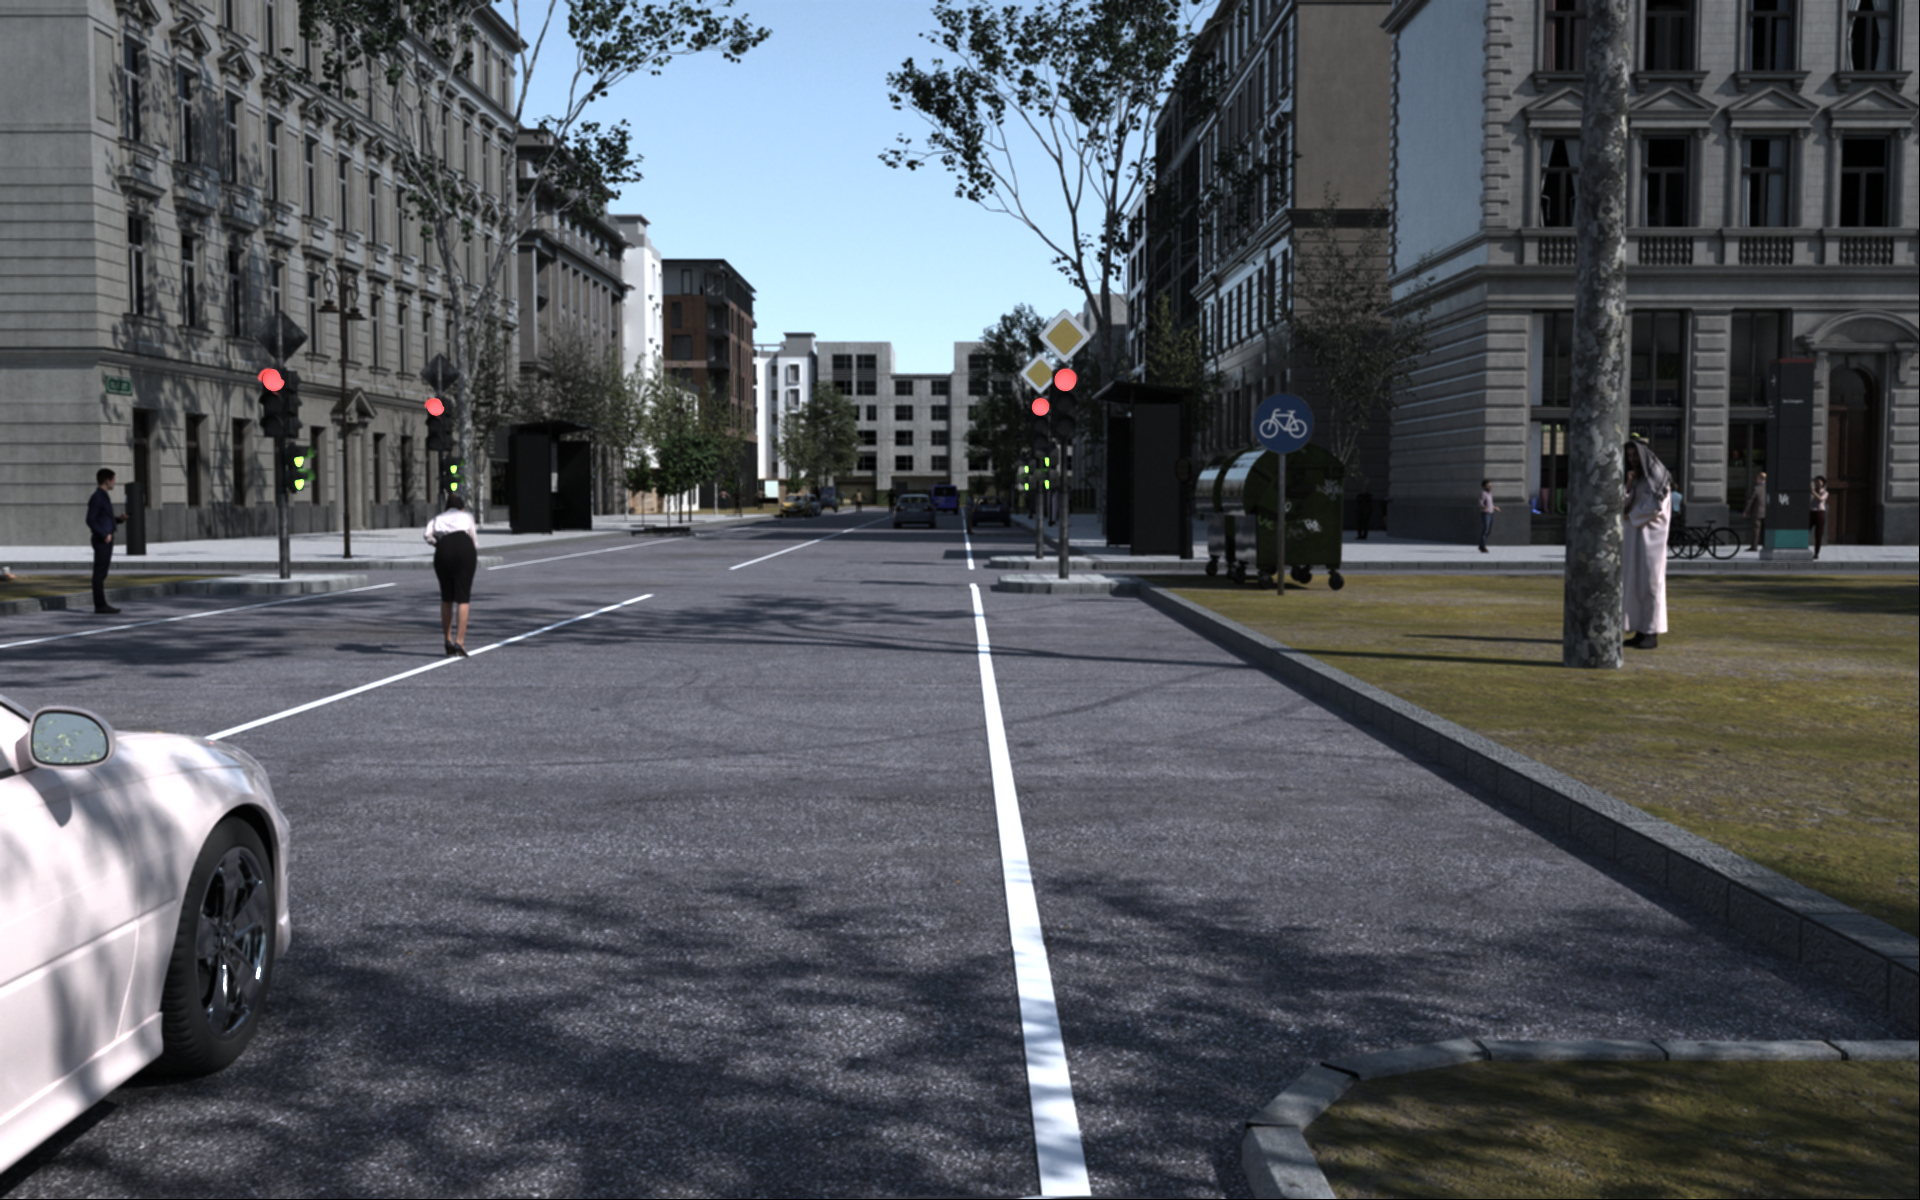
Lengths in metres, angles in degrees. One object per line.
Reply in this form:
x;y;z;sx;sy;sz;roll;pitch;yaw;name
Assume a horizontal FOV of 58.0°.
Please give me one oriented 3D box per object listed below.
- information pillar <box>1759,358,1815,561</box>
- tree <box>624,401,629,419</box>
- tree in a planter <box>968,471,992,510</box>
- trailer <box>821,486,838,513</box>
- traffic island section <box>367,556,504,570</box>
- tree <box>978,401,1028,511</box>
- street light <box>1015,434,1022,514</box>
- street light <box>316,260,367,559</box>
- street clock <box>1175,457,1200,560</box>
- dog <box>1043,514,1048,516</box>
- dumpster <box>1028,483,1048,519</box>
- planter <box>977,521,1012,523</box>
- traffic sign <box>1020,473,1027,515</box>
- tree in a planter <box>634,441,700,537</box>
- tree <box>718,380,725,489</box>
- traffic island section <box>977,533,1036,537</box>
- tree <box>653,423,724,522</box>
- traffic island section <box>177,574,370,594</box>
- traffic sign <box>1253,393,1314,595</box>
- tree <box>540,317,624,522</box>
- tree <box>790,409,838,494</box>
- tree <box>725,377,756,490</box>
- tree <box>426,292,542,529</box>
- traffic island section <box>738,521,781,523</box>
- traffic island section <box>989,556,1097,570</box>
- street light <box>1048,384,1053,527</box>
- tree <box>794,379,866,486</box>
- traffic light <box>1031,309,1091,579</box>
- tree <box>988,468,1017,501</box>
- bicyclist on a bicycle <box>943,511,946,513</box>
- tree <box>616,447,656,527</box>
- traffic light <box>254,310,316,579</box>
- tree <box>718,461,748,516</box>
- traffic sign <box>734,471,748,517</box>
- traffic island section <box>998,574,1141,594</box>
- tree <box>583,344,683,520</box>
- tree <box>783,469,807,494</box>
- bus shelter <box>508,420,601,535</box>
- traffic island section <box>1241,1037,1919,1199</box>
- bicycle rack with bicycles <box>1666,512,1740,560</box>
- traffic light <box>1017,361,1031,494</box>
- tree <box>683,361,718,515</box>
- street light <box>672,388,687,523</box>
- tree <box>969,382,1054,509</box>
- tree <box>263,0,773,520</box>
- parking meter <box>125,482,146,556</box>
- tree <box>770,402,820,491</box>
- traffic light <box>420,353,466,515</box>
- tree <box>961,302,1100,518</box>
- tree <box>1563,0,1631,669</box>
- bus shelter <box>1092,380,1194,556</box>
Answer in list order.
15.965;-2.690;33.364;0.750;3.857;0.750;0;4;7;information pillar
-17.041;-7.896;79.462;4.360;8.622;3.978;0;3;0;tree
1.599;-8.492;136.068;1.991;3.239;1.994;0;3;0;tree in a planter
-9.946;-7.525;130.075;1.471;1.999;3.904;0;4;-1;trailer
-10.249;-0.732;34.245;2.009;0.180;2.903;0;3;0;traffic island section
3.761;-10.994;130.113;4.737;8.622;4.395;0;3;0;tree
3.621;-8.318;108.782;0.468;5.910;1.993;0;3;0;street light
-12.214;-3.766;34.355;0.468;5.910;1.993;0;3;0;street light
4.447;-1.796;33.935;0.358;2.002;0.471;-3;4;-36;street clock
4.797;-4.987;99.268;0.550;0.427;0.748;-1;4;-9;dog
4.147;-5.108;89.268;1.264;1.857;1.865;0;3;0;dumpster
1.594;-3.971;86.059;1.991;0.319;1.994;0;3;0;planter
3.930;-6.401;104.767;0.768;2.556;0.104;0;4;6;traffic sign
-9.924;-3.772;58.896;1.991;3.239;1.994;0;3;0;tree in a planter
-16.743;-9.257;101.712;4.737;8.622;4.395;0;3;0;tree
1.587;-2.204;58.904;1.991;0.108;1.994;0;3;0;traffic island section
-12.469;-5.853;79.416;4.285;4.588;4.351;0;3;0;tree
-10.250;-0.243;26.260;2.009;0.180;2.903;0;3;0;traffic island section
4.067;-1.332;21.884;0.768;2.556;0.104;0;4;1;traffic sign
-16.707;-7.423;71.734;4.360;8.622;3.978;0;3;0;tree
-12.947;-12.163;149.220;4.360;8.622;3.978;0;3;0;tree
-14.739;-9.521;106.031;4.737;8.622;4.395;0;3;0;tree
-17.666;-6.928;63.631;4.360;8.622;3.978;0;3;0;tree
-9.911;-3.861;85.994;1.991;0.108;1.994;0;3;0;traffic island section
1.592;-0.731;34.239;2.009;0.180;2.903;0;3;0;traffic island section
3.582;-5.836;68.212;0.468;5.910;1.993;0;3;0;street light
-12.926;-15.504;171.621;7.486;12.596;7.792;0;3;0;tree
1.551;-2.257;26.142;0.839;4.213;0.868;0;3;0;traffic light
4.776;-12.434;187.017;4.285;4.588;4.351;0;3;0;tree
-1.146;-7.510;132.811;1.499;1.676;1.625;0;4;1;bicyclist on a bicycle
-12.548;-4.539;68.819;1.663;3.219;1.824;0;3;0;tree
-10.210;-2.256;26.127;0.839;4.213;0.868;0;3;0;traffic light
-12.910;-6.434;99.794;1.663;3.219;1.824;0;3;0;tree
-12.008;-5.793;94.828;0.768;2.556;0.104;0;4;7;traffic sign
1.591;-0.243;26.254;2.009;0.180;2.903;0;3;0;traffic island section
-16.348;-8.212;84.630;4.737;8.622;4.395;0;3;0;tree
-12.827;-8.465;133.006;1.663;3.219;1.824;0;3;0;tree
-13.426;-4.065;57.740;1.731;3.624;6.357;0;4;0;bus shelter
1.591;1.197;3.302;1.991;0.108;1.994;0;3;0;traffic island section
14.097;-1.304;34.698;2.925;0.926;2.852;3;4;38;bicycle rack with bicycles
1.552;-2.745;34.127;0.839;4.213;0.868;0;3;0;traffic light
-15.120;-8.534;89.897;4.737;8.622;4.395;0;3;0;tree
-12.232;-6.292;75.659;0.468;5.910;1.993;0;3;0;street light
4.383;-12.876;144.943;8.767;10.594;7.601;2;4;24;tree
-11.611;-11.465;43.344;12.611;20.169;13.585;0;3;0;tree
-17.273;-1.704;36.275;0.372;1.533;0.369;0;3;0;parking meter
-13.101;-11.424;137.141;4.737;8.622;4.395;0;3;0;tree
-10.209;-2.744;34.112;0.839;4.213;0.868;0;3;0;traffic light
4.187;-10.350;94.973;9.928;11.665;9.643;0;3;0;tree
5.858;-9.508;11.351;12.611;20.169;13.585;0;3;0;tree
4.048;-2.912;38.898;1.731;3.624;6.357;0;3;0;bus shelter
